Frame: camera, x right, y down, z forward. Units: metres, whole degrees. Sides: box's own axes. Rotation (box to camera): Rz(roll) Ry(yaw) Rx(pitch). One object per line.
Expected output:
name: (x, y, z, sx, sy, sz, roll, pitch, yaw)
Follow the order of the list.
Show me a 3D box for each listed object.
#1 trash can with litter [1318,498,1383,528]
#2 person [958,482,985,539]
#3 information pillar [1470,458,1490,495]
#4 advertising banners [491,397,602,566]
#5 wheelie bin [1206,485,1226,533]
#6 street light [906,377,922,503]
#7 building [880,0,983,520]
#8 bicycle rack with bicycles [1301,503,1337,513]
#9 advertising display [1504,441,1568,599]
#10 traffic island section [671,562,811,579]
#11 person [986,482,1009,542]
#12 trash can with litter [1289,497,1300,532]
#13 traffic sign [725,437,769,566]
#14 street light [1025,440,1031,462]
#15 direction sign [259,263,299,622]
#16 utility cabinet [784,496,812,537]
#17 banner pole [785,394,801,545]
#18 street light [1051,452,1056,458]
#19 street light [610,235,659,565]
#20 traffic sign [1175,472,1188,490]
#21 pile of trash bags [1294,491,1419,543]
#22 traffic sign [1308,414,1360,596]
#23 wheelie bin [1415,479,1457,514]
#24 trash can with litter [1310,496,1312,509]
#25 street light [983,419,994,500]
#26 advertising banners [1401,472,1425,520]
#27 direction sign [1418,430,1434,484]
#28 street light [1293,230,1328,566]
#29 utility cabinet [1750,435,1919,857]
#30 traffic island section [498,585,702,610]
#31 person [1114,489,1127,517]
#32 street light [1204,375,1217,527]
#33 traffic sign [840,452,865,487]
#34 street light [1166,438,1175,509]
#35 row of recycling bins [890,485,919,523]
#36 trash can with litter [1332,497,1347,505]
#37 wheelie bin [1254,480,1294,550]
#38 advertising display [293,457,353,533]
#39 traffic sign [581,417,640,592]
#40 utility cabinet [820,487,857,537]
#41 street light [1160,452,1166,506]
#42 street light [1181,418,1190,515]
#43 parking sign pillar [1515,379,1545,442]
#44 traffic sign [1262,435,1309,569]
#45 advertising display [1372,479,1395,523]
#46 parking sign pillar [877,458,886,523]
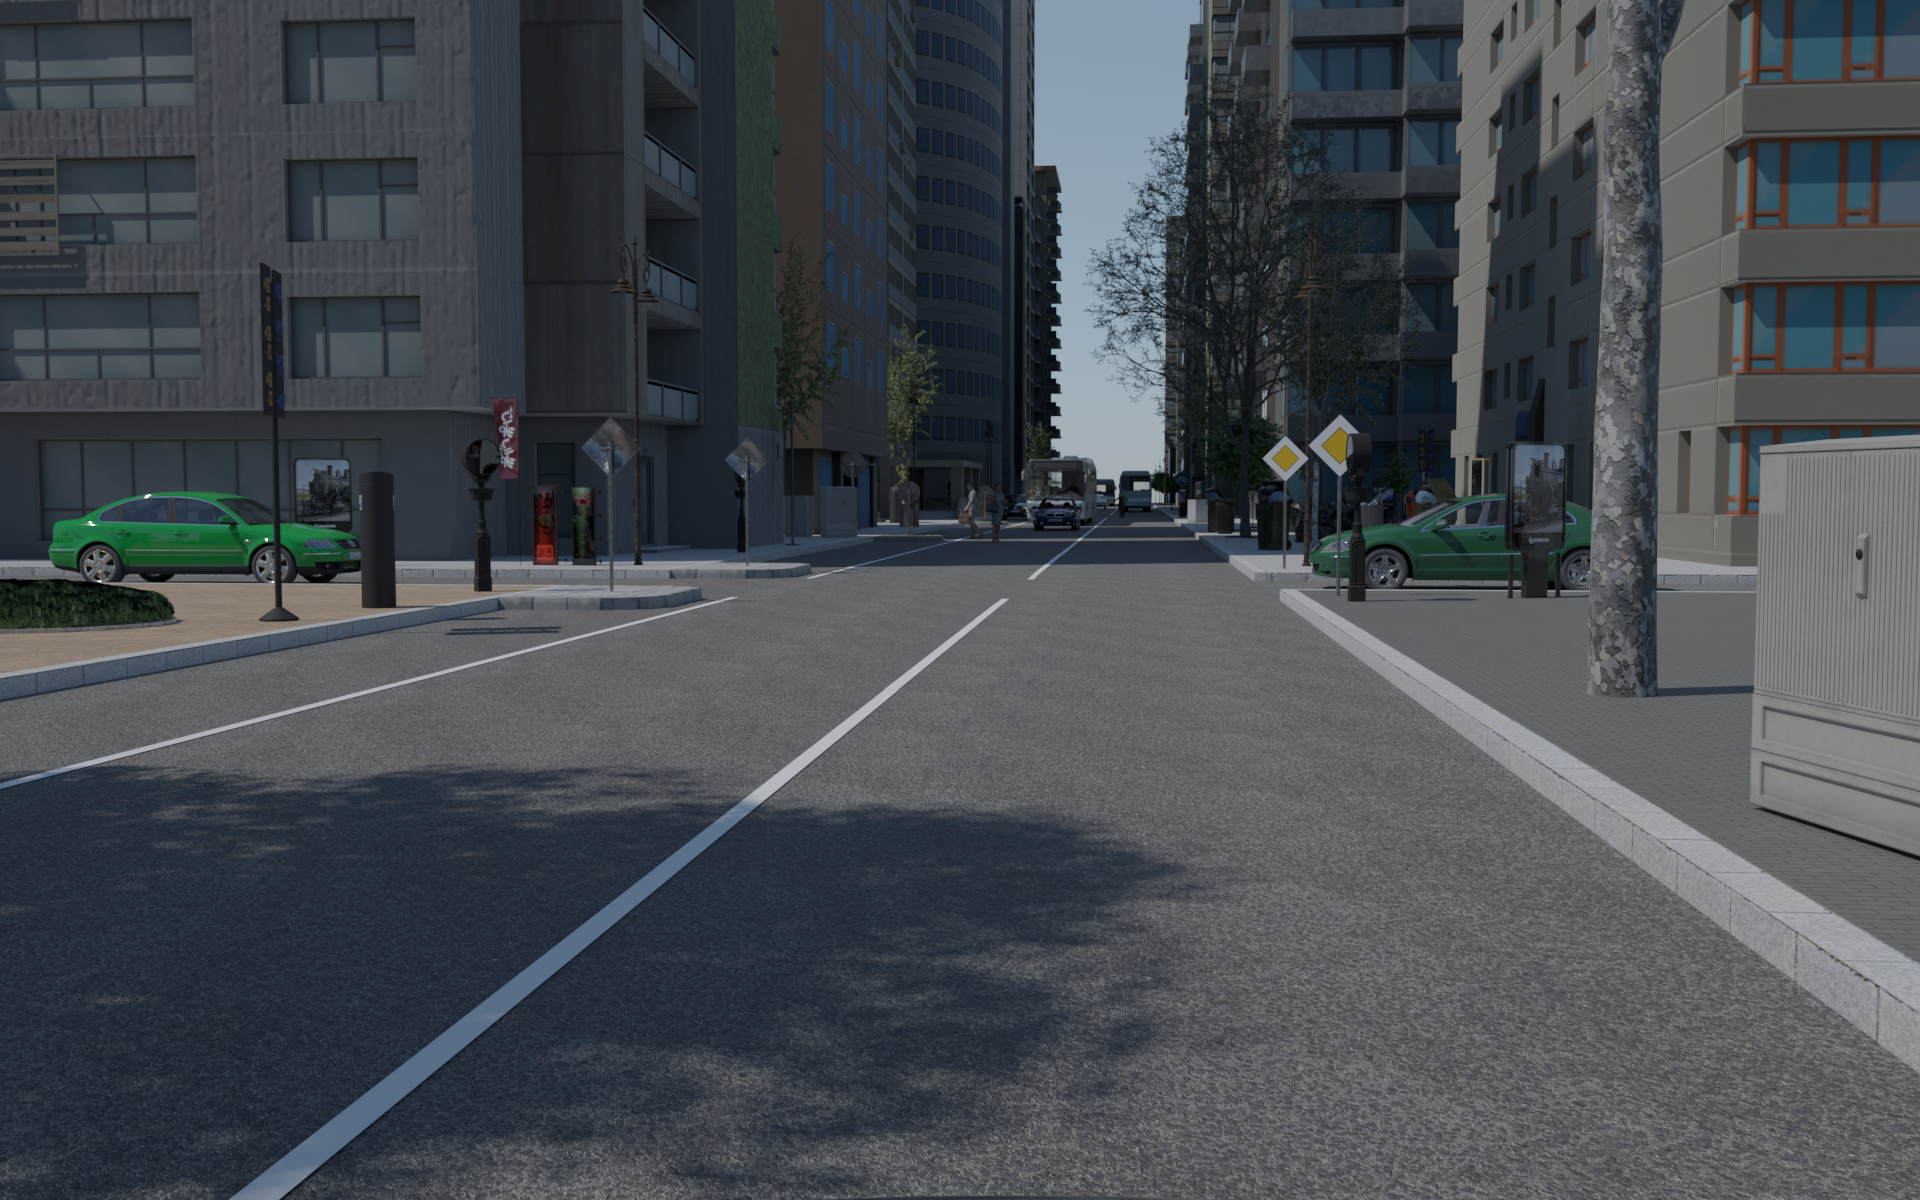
trash can with litter: (8.049, -1.313, 32.526, 2.233, 1.210, 1.678, 2, 4, 25)
person: (0.359, -2.834, 54.951, 0.853, 1.813, 0.709, 0, 4, -2)
information pillar: (10.734, -1.915, 35.796, 0.304, 2.012, 0.304, 3, 5, 41)
advertising banners: (-7.435, -2.135, 31.096, 2.074, 3.025, 0.090, 1, 4, 13)
wheelie bin: (8.517, -3.042, 57.648, 0.693, 1.594, 0.980, 0, 4, 7)
street light: (-1.818, -5.851, 68.456, 0.468, 5.910, 1.993, 0, 4, 6)
building: (-15.303, -24.567, 93.558, 32.217, 40.220, 23.993, 0, 4, 6)
bicycle rack with bicycles: (14.253, -3.218, 65.996, 2.852, 0.926, 2.925, -2, 4, -30)
advertising display: (7.129, -0.993, 21.450, 0.974, 1.923, 0.123, -2, 4, -31)
traffic island section: (-3.796, -0.518, 30.743, 2.009, 0.180, 2.903, 0, 4, 6)
person: (1.093, -2.620, 51.690, 0.716, 1.782, 0.532, -2, 4, -33)
trash can with litter: (10.826, -2.836, 57.756, 1.055, 1.170, 0.624, 1, 4, 14)
traffic sign: (-3.772, -1.654, 30.679, 0.795, 2.450, 0.064, 0, 4, 6)
street light: (5.721, -10.496, 144.397, 0.468, 5.910, 1.993, 0, 4, 6)
direction sign: (-6.902, -1.557, 17.451, 0.379, 3.537, 0.876, -1, 4, -10)
utility cabinet: (-4.846, -2.496, 51.963, 0.306, 1.237, 1.020, -3, 5, -43)
banner pole: (-4.221, -3.277, 43.590, 0.401, 3.779, 0.863, 0, 4, -6)
street light: (10.423, -13.281, 189.936, 0.468, 5.910, 1.993, 0, 4, 6)
street light: (-5.816, -3.569, 31.144, 0.468, 5.910, 1.993, 0, 4, 6)
traffic sign: (12.980, -6.194, 101.371, 0.768, 2.556, 0.104, 0, 4, 6)
pile of trash bags: (10.656, -2.197, 45.673, 3.447, 1.369, 1.912, 0, 4, -5)
traffic sign: (4.762, -1.108, 21.766, 0.795, 2.450, 0.064, 0, 4, 6)
wheelie bin: (9.759, -1.689, 35.525, 0.980, 1.594, 0.693, -3, 4, -38)
trash can with litter: (14.151, -3.637, 70.523, 1.678, 1.210, 2.233, -3, 5, -40)
street light: (1.913, -8.223, 107.226, 0.468, 5.910, 1.993, 0, 4, 6)
advertising banners: (16.501, -4.074, 62.805, 0.090, 3.025, 2.074, -1, 4, -10)
direction sign: (16.454, -4.232, 61.188, 0.379, 3.537, 0.876, -1, 4, -20)
street light: (6.165, -3.537, 30.623, 0.468, 5.910, 1.993, 0, 4, 6)
utility cabinet: (3.422, 0.136, 6.458, 0.318, 1.500, 1.173, 0, 4, -6)
traffic island section: (-4.606, -0.032, 22.799, 2.009, 0.180, 2.903, 0, 4, 6)
person: (9.973, -5.992, 107.198, 0.721, 1.736, 1.217, 3, 5, 44)
street light: (9.718, -5.778, 67.259, 0.468, 5.910, 1.993, 0, 4, 6)
traffic sign: (-3.260, -3.212, 52.626, 0.768, 2.556, 0.104, 0, 4, 6)
street light: (17.580, -10.447, 143.591, 0.468, 5.910, 1.993, 0, 4, 6)
row of recycling bins: (-2.533, -4.329, 77.888, 1.069, 1.692, 3.534, 1, 4, 8)
trash can with litter: (16.055, -3.733, 72.422, 1.055, 1.170, 0.624, -3, 4, -38)
wheelie bin: (7.184, -1.941, 39.638, 0.693, 1.594, 0.980, -3, 4, -37)
advertising display: (-11.300, -1.561, 30.732, 0.974, 1.923, 0.123, -2, 4, -30)
traffic sign: (-4.582, -1.168, 22.735, 0.795, 2.450, 0.064, 0, 4, 6)
utility cabinet: (-3.573, -2.600, 51.194, 1.173, 1.500, 0.318, -3, 5, -43)
street light: (21.316, -12.686, 180.208, 0.468, 5.910, 1.993, 0, 4, 6)
street light: (13.811, -8.190, 106.692, 0.468, 5.910, 1.993, 0, 4, 6)
parking sign pillar: (13.163, -3.153, 40.022, 1.447, 3.967, 1.447, 2, 4, 27)
traffic sign: (5.572, -1.594, 29.710, 0.795, 2.450, 0.064, 0, 4, 6)
advertising display: (17.594, -4.079, 71.908, 0.974, 1.923, 0.123, 3, 4, 38)
parking sign pillar: (-4.075, -5.496, 78.332, 1.447, 3.967, 1.447, 1, 4, 22)
